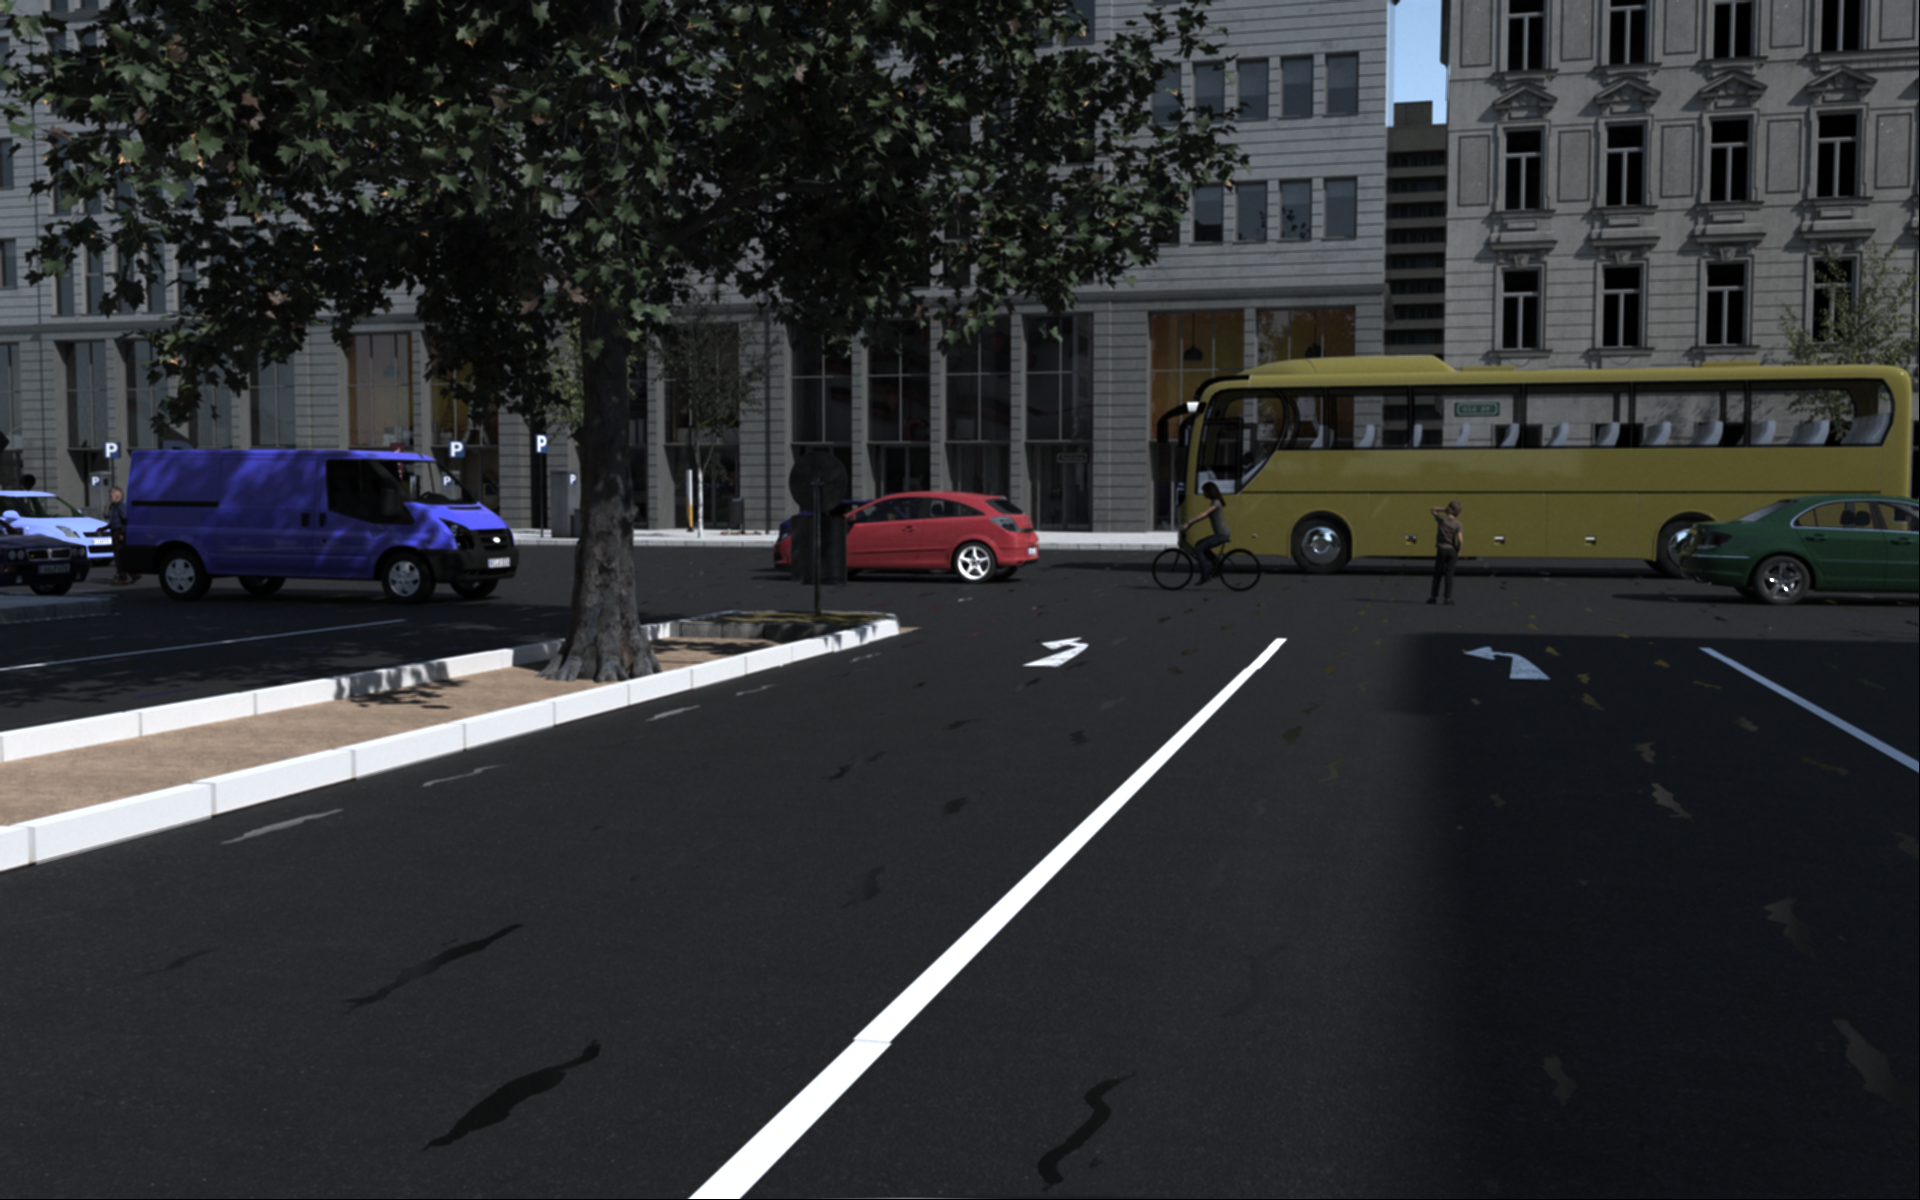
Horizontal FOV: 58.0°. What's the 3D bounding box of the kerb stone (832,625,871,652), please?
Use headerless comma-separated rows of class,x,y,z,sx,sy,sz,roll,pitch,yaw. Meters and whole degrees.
kerb stone,-1.068,0.372,16.164,0.120,0.150,1.000,1,4,15

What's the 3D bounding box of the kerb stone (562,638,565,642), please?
kerb stone,-3.392,0.401,15.639,0.120,0.150,1.000,1,4,15

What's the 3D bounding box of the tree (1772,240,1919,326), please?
tree,25.663,-6.082,49.802,4.737,8.622,4.395,0,3,0

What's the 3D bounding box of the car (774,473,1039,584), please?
car,-0.938,-1.209,28.811,4.494,1.783,2.155,1,4,16

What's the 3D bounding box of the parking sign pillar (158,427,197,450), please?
parking sign pillar,-28.326,-4.547,62.820,1.447,3.967,1.447,-3,4,-39

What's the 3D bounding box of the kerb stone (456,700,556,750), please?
kerb stone,-2.691,0.734,10.189,0.120,0.150,1.000,1,4,15

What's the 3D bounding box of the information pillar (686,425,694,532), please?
information pillar,-9.213,-4.133,58.932,0.183,3.616,0.504,-1,4,-22

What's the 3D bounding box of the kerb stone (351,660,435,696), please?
kerb stone,-4.190,0.583,12.665,0.120,0.150,1.000,1,4,15

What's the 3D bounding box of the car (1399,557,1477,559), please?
car,10.852,-1.792,39.518,2.015,1.641,3.980,1,4,13

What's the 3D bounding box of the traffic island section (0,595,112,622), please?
traffic island section,-11.437,0.122,20.279,2.009,0.180,2.903,1,4,15

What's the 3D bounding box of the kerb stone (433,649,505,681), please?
kerb stone,-3.924,0.522,13.656,0.120,0.150,1.000,1,4,15

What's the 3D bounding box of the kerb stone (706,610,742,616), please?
kerb stone,-2.585,0.220,18.613,0.120,0.150,1.000,1,4,15

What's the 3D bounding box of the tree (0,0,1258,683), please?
tree,-2.748,-5.741,13.338,9.611,12.733,9.660,0,3,0

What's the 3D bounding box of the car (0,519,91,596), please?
car,-14.064,-0.687,23.820,3.894,1.354,1.945,1,4,15

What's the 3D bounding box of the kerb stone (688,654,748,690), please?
kerb stone,-1.882,0.552,13.177,0.120,0.150,1.000,1,4,15

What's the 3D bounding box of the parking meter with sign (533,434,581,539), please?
parking meter with sign,-11.514,-3.306,50.317,1.738,3.016,0.543,2,4,26

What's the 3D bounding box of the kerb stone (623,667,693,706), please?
kerb stone,-2.157,0.612,12.184,0.120,0.150,1.000,1,4,15

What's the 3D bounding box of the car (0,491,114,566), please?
car,-18.514,-1.514,34.353,3.694,1.707,1.945,1,4,16

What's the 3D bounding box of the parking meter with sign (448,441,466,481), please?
parking meter with sign,-16.516,-3.657,56.054,0.543,3.016,1.738,0,4,1

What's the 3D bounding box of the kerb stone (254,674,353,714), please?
kerb stone,-4.464,0.643,11.677,0.120,0.150,1.000,1,4,15

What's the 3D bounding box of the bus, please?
bus,9.804,-2.400,30.786,12.252,3.916,2.896,1,4,15

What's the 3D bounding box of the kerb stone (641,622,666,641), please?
kerb stone,-3.118,0.340,16.632,0.120,0.150,1.000,1,4,15

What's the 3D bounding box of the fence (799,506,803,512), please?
fence,-5.128,-2.842,57.664,0.480,1.192,2.264,0,4,6

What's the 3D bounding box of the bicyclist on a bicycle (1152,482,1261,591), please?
bicyclist on a bicycle,3.635,-0.951,25.577,1.625,1.676,1.499,1,4,14

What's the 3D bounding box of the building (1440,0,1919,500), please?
building,38.277,-17.161,56.994,44.131,29.872,17.030,1,4,15

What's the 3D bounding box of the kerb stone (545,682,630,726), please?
kerb stone,-2.425,0.673,11.190,0.120,0.150,1.000,1,4,15

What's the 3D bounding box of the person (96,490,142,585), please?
person,-13.319,-0.987,27.338,0.600,1.496,0.574,-1,4,-10

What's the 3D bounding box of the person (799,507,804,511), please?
person,-3.712,-2.006,42.998,0.444,1.614,0.593,-2,4,-24

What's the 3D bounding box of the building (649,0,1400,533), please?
building,0.606,-17.492,63.486,29.804,29.767,11.434,1,4,15

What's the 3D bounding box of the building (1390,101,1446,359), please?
building,56.782,-36.302,217.230,21.600,48.544,21.300,1,4,15

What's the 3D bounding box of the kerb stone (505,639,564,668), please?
kerb stone,-3.667,0.467,14.651,0.120,0.150,1.000,1,4,15

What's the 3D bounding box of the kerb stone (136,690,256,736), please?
kerb stone,-4.739,0.704,10.688,0.120,0.150,1.000,1,4,15

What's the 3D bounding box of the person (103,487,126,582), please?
person,-13.690,-1.071,28.218,0.429,1.552,0.499,-3,5,-43

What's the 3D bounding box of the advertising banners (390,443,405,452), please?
advertising banners,-19.945,-3.855,59.215,2.074,3.025,0.090,0,4,7

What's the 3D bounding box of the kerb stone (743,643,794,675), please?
kerb stone,-1.612,0.490,14.184,0.120,0.150,1.000,1,4,15

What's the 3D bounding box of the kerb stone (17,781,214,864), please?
kerb stone,-3.502,0.921,7.195,0.120,0.150,1.000,1,4,15

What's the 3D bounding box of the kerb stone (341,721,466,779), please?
kerb stone,-2.960,0.796,9.194,0.120,0.150,1.000,1,4,15

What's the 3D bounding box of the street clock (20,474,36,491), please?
street clock,-34.085,-3.596,63.371,0.358,2.002,0.471,2,4,28

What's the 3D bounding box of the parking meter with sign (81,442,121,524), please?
parking meter with sign,-28.346,-3.721,57.099,0.543,3.016,1.738,0,4,2

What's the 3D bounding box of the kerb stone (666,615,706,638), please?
kerb stone,-2.850,0.287,17.622,0.120,0.150,1.000,1,4,15

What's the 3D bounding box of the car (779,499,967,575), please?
car,-1.319,-1.177,31.825,3.894,1.354,1.945,1,4,16

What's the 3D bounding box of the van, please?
van,-8.644,-1.177,23.626,5.245,2.365,2.240,1,4,15

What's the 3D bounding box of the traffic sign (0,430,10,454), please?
traffic sign,-11.412,-1.013,20.211,0.795,2.450,0.064,1,4,15

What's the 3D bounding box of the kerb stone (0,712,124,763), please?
kerb stone,-5.007,0.765,9.694,0.120,0.150,1.000,1,4,15

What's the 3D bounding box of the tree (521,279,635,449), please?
tree,-11.917,-6.398,54.972,4.737,8.622,4.395,0,3,0

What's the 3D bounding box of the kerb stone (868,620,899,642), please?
kerb stone,-0.809,0.308,17.164,0.120,0.150,1.000,1,4,15

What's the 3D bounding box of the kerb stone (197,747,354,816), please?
kerb stone,-3.236,0.856,8.199,0.120,0.150,1.000,1,4,15

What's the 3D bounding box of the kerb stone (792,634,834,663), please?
kerb stone,-1.347,0.432,15.176,0.120,0.150,1.000,1,4,15

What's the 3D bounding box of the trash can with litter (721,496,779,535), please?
trash can with litter,-6.669,-2.671,54.730,2.233,1.210,1.678,-2,4,-29

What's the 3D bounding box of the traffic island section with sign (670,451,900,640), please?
traffic island section with sign,-1.675,-0.596,17.886,2.006,1.907,1.989,1,4,15

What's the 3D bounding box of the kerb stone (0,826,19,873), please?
kerb stone,-3.777,0.978,6.203,0.120,0.150,1.000,1,4,15

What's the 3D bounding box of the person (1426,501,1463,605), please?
person,6.296,-0.617,22.504,0.435,1.345,0.340,1,4,13

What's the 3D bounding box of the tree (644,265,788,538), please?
tree,-7.334,-6.113,50.309,4.360,8.622,3.978,0,3,0

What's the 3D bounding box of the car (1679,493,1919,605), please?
car,12.116,-0.670,22.759,4.920,1.459,2.131,1,4,15

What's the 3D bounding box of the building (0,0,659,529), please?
building,-28.827,-17.969,71.293,29.804,29.767,11.434,1,4,15
